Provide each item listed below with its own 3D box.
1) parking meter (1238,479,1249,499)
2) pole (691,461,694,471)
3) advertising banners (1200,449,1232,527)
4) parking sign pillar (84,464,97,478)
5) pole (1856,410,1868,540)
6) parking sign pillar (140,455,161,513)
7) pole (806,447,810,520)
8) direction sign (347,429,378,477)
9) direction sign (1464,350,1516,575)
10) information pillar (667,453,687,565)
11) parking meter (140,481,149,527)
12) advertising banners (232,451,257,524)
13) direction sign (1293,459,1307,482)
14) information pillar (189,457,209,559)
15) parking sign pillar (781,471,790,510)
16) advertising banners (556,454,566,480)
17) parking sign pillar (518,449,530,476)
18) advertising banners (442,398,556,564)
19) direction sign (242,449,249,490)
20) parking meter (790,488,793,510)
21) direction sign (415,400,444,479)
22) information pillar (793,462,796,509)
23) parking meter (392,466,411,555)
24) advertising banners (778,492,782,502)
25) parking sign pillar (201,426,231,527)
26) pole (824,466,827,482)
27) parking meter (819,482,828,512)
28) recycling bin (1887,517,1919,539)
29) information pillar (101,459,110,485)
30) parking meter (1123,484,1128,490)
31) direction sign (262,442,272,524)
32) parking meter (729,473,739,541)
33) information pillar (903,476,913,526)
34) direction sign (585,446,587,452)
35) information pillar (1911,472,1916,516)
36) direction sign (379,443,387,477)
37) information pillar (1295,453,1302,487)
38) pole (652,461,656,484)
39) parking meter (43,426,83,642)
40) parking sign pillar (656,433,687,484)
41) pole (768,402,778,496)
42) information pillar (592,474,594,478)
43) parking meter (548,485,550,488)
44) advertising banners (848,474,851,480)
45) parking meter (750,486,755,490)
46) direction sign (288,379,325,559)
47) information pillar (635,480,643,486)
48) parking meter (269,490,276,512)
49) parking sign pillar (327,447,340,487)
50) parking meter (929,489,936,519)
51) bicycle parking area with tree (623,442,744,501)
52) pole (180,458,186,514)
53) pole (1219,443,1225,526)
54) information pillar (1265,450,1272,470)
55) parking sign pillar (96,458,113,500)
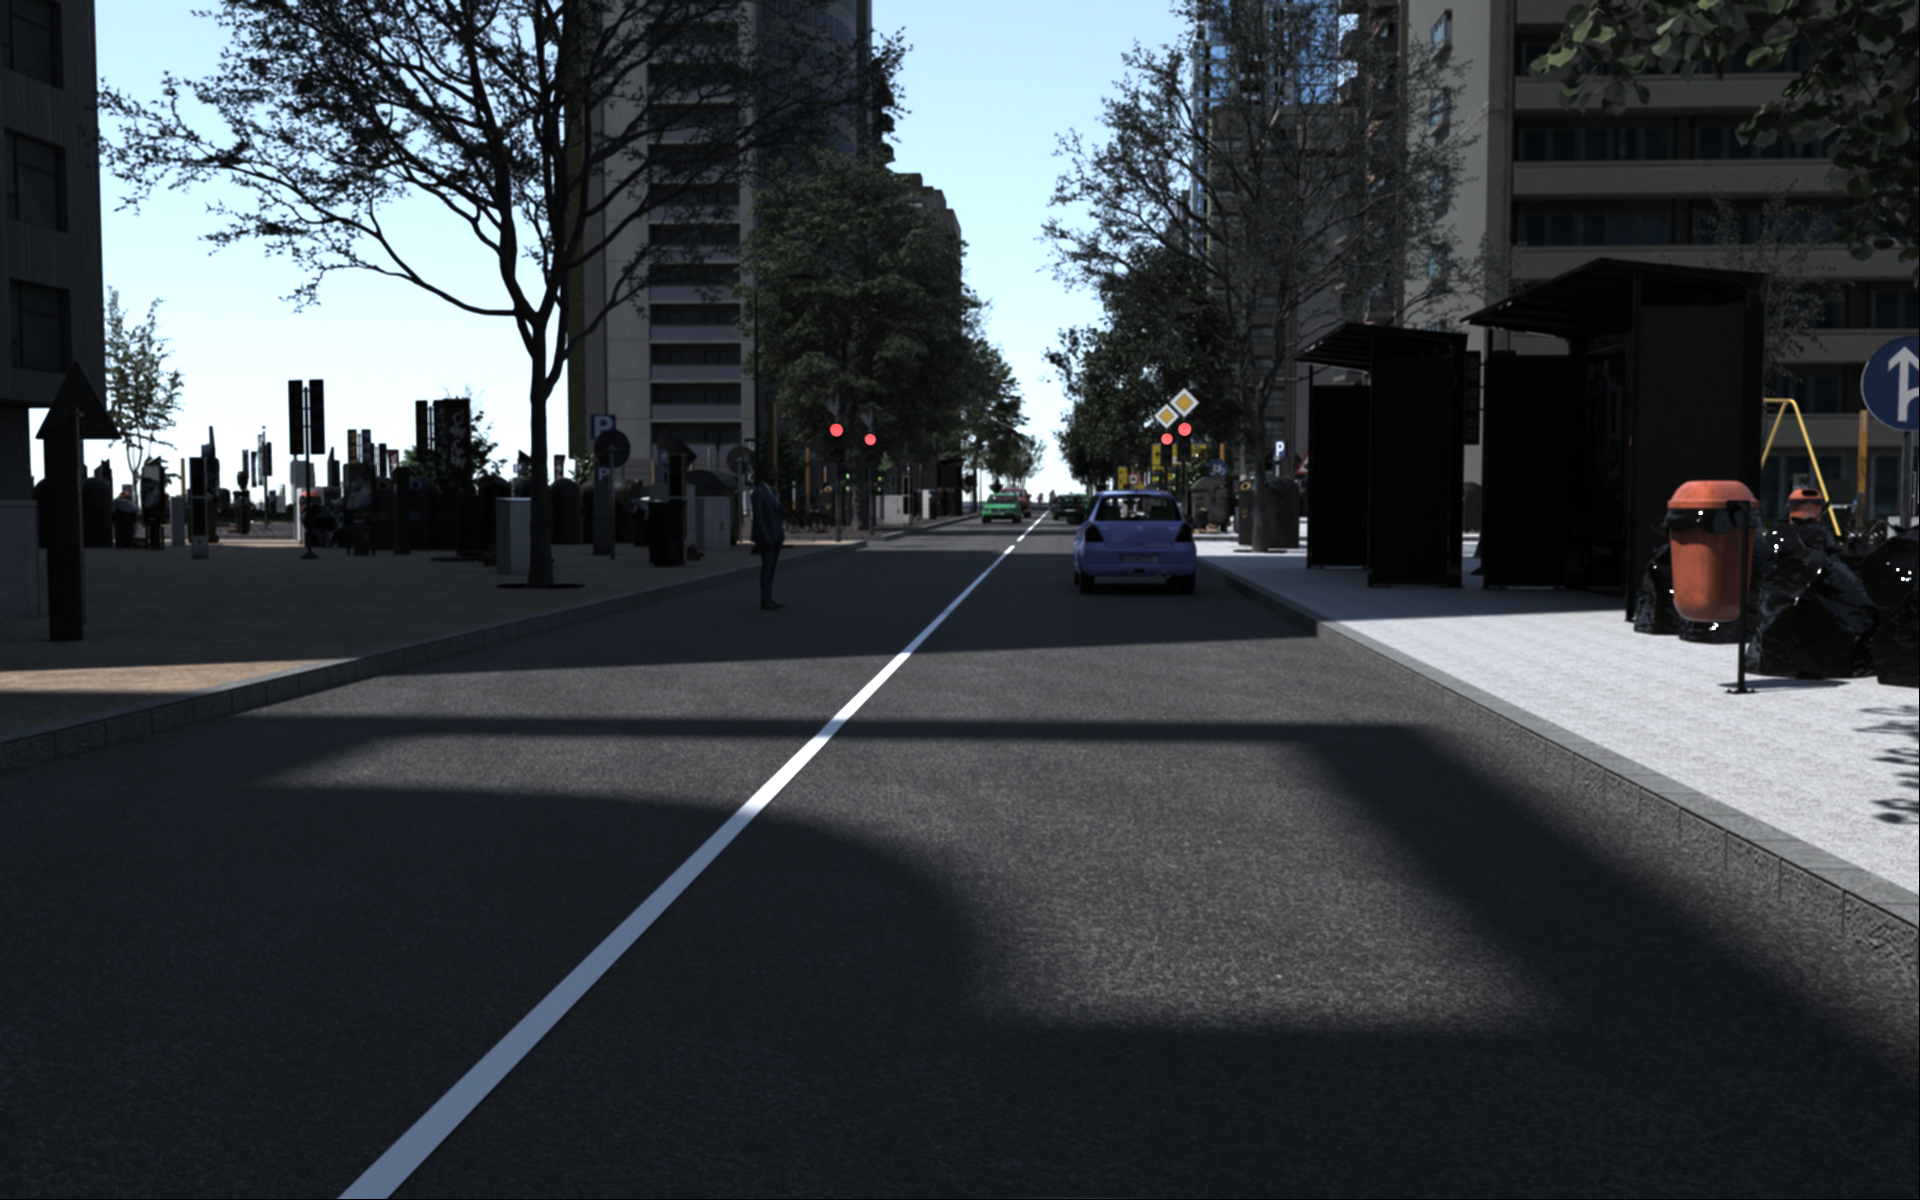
[{"bbox_3d":[11.104,-3.796,67.768,0.399,1.863,0.255,0,4,-4],"label":"parking meter"},{"bbox_3d":[-15.501,-6.520,100.452,0.158,3.312,0.155,0,3,0],"label":"pole"},{"bbox_3d":[10.022,-4.384,67.872,0.090,3.025,2.074,3,5,44],"label":"advertising banners"},{"bbox_3d":[-57.201,-7.562,112.107,1.447,3.967,1.447,0,4,3],"label":"parking sign pillar"},{"bbox_3d":[21.873,-2.946,42.009,0.158,3.312,0.155,0,3,0],"label":"pole"},{"bbox_3d":[-56.041,-8.044,119.991,1.447,3.967,1.447,3,5,45],"label":"parking sign pillar"},{"bbox_3d":[-6.160,-4.662,70.070,0.158,3.312,0.155,0,3,0],"label":"pole"},{"bbox_3d":[-20.940,-4.187,60.454,0.876,3.537,0.379,1,4,10],"label":"direction sign"},{"bbox_3d":[8.305,-2.166,27.405,0.876,3.537,0.379,1,4,10],"label":"direction sign"},{"bbox_3d":[-5.125,-1.644,31.378,0.304,2.012,0.304,0,4,-1],"label":"information pillar"},{"bbox_3d":[-31.970,-3.813,68.047,0.255,1.863,0.399,1,4,18],"label":"parking meter"},{"bbox_3d":[-28.846,-4.511,69.948,0.090,3.025,2.074,0,4,5],"label":"advertising banners"},{"bbox_3d":[21.972,-7.343,112.050,0.876,3.537,0.379,1,4,13],"label":"direction sign"},{"bbox_3d":[-15.155,-1.835,34.487,0.304,2.012,0.304,-1,4,-21],"label":"information pillar"},{"bbox_3d":[-9.186,-6.014,86.800,1.447,3.967,1.447,-3,4,-36],"label":"parking sign pillar"},{"bbox_3d":[-18.398,-4.899,76.282,2.074,3.025,0.090,-1,4,-17],"label":"advertising banners"},{"bbox_3d":[-25.906,-7.093,104.439,1.447,3.967,1.447,-2,4,-31],"label":"parking sign pillar"},{"bbox_3d":[-8.418,-2.162,31.539,2.074,3.025,0.090,1,4,9],"label":"advertising banners"},{"bbox_3d":[-36.203,-5.862,87.833,0.379,3.537,0.876,-3,5,-40],"label":"direction sign"},{"bbox_3d":[-12.060,-7.193,123.311,0.255,1.863,0.399,3,5,40],"label":"parking meter"},{"bbox_3d":[-12.737,-3.043,41.755,0.876,3.537,0.379,1,4,22],"label":"direction sign"},{"bbox_3d":[-9.954,-6.900,104.172,0.183,3.616,0.504,1,4,10],"label":"information pillar"},{"bbox_3d":[-11.890,-1.905,36.855,0.255,1.863,0.399,-3,5,-40],"label":"parking meter"},{"bbox_3d":[-4.968,-3.081,46.561,0.090,3.025,2.074,-1,4,-13],"label":"advertising banners"},{"bbox_3d":[-29.353,-4.847,67.727,1.447,3.967,1.447,-2,4,-26],"label":"parking sign pillar"},{"bbox_3d":[-9.889,-8.177,127.539,0.158,3.312,0.155,0,3,0],"label":"pole"},{"bbox_3d":[-6.564,-4.757,83.483,0.399,1.863,0.255,-3,5,-42],"label":"parking meter"},{"bbox_3d":[10.833,-0.408,19.221,0.722,1.027,0.722,-1,4,-16],"label":"recycling bin"},{"bbox_3d":[-56.844,-7.575,115.202,0.504,3.616,0.183,-3,5,-43],"label":"information pillar"},{"bbox_3d":[10.017,-6.012,104.014,0.399,1.863,0.255,0,4,-2],"label":"parking meter"},{"bbox_3d":[-30.033,-5.076,74.989,0.379,3.537,0.876,1,4,11],"label":"direction sign"},{"bbox_3d":[-6.156,-2.539,47.222,0.255,1.863,0.399,0,4,0],"label":"parking meter"},{"bbox_3d":[-2.134,-4.048,70.683,0.304,2.012,0.304,2,4,27],"label":"information pillar"},{"bbox_3d":[-17.646,-5.495,81.833,0.379,3.537,0.876,0,4,-6],"label":"direction sign"},{"bbox_3d":[31.324,-3.220,57.135,0.304,2.012,0.304,2,4,25],"label":"information pillar"},{"bbox_3d":[-25.894,-5.197,76.974,0.876,3.537,0.379,-3,4,-36],"label":"direction sign"},{"bbox_3d":[19.311,-6.579,98.919,0.504,3.616,0.183,-3,5,-41],"label":"information pillar"},{"bbox_3d":[-18.864,-6.911,106.838,0.158,3.312,0.155,0,3,0],"label":"pole"},{"bbox_3d":[-7.870,-0.581,15.204,0.255,1.863,0.399,-2,4,-25],"label":"parking meter"},{"bbox_3d":[-12.721,-5.381,76.456,1.447,3.967,1.447,0,4,2],"label":"parking sign pillar"},{"bbox_3d":[-4.142,-2.721,38.325,0.158,3.312,0.155,0,3,0],"label":"pole"},{"bbox_3d":[-13.170,-3.580,63.020,0.304,2.012,0.304,1,4,21],"label":"information pillar"},{"bbox_3d":[-27.303,-6.660,114.598,0.255,1.863,0.399,-3,5,-41],"label":"parking meter"},{"bbox_3d":[-8.068,-7.203,113.963,2.074,3.025,0.090,1,4,20],"label":"advertising banners"},{"bbox_3d":[-15.397,-7.523,128.709,0.399,1.863,0.255,1,4,14],"label":"parking meter"},{"bbox_3d":[-12.925,-2.589,34.322,0.876,3.537,0.379,1,4,23],"label":"direction sign"},{"bbox_3d":[-16.692,-5.235,90.092,0.304,2.012,0.304,-3,5,-41],"label":"information pillar"},{"bbox_3d":[-38.371,-5.399,96.680,0.372,1.533,0.369,0,3,0],"label":"parking meter"},{"bbox_3d":[-35.805,-6.759,98.989,1.447,3.967,1.447,-2,4,-31],"label":"parking sign pillar"},{"bbox_3d":[-1.384,-4.848,87.681,0.372,1.533,0.369,0,3,0],"label":"parking meter"},{"bbox_3d":[-16.051,-6.653,95.783,8.231,4.147,9.016,1,4,10],"label":"bicycle parking area with tree"},{"bbox_3d":[-43.831,-6.354,97.729,0.158,3.312,0.155,0,3,0],"label":"pole"},{"bbox_3d":[10.578,-4.649,69.862,0.158,3.312,0.155,0,3,0],"label":"pole"},{"bbox_3d":[16.402,-6.173,92.282,0.504,3.616,0.183,-2,4,-24],"label":"information pillar"},{"bbox_3d":[-64.978,-8.741,131.393,1.447,3.967,1.447,1,4,11],"label":"parking sign pillar"}]
